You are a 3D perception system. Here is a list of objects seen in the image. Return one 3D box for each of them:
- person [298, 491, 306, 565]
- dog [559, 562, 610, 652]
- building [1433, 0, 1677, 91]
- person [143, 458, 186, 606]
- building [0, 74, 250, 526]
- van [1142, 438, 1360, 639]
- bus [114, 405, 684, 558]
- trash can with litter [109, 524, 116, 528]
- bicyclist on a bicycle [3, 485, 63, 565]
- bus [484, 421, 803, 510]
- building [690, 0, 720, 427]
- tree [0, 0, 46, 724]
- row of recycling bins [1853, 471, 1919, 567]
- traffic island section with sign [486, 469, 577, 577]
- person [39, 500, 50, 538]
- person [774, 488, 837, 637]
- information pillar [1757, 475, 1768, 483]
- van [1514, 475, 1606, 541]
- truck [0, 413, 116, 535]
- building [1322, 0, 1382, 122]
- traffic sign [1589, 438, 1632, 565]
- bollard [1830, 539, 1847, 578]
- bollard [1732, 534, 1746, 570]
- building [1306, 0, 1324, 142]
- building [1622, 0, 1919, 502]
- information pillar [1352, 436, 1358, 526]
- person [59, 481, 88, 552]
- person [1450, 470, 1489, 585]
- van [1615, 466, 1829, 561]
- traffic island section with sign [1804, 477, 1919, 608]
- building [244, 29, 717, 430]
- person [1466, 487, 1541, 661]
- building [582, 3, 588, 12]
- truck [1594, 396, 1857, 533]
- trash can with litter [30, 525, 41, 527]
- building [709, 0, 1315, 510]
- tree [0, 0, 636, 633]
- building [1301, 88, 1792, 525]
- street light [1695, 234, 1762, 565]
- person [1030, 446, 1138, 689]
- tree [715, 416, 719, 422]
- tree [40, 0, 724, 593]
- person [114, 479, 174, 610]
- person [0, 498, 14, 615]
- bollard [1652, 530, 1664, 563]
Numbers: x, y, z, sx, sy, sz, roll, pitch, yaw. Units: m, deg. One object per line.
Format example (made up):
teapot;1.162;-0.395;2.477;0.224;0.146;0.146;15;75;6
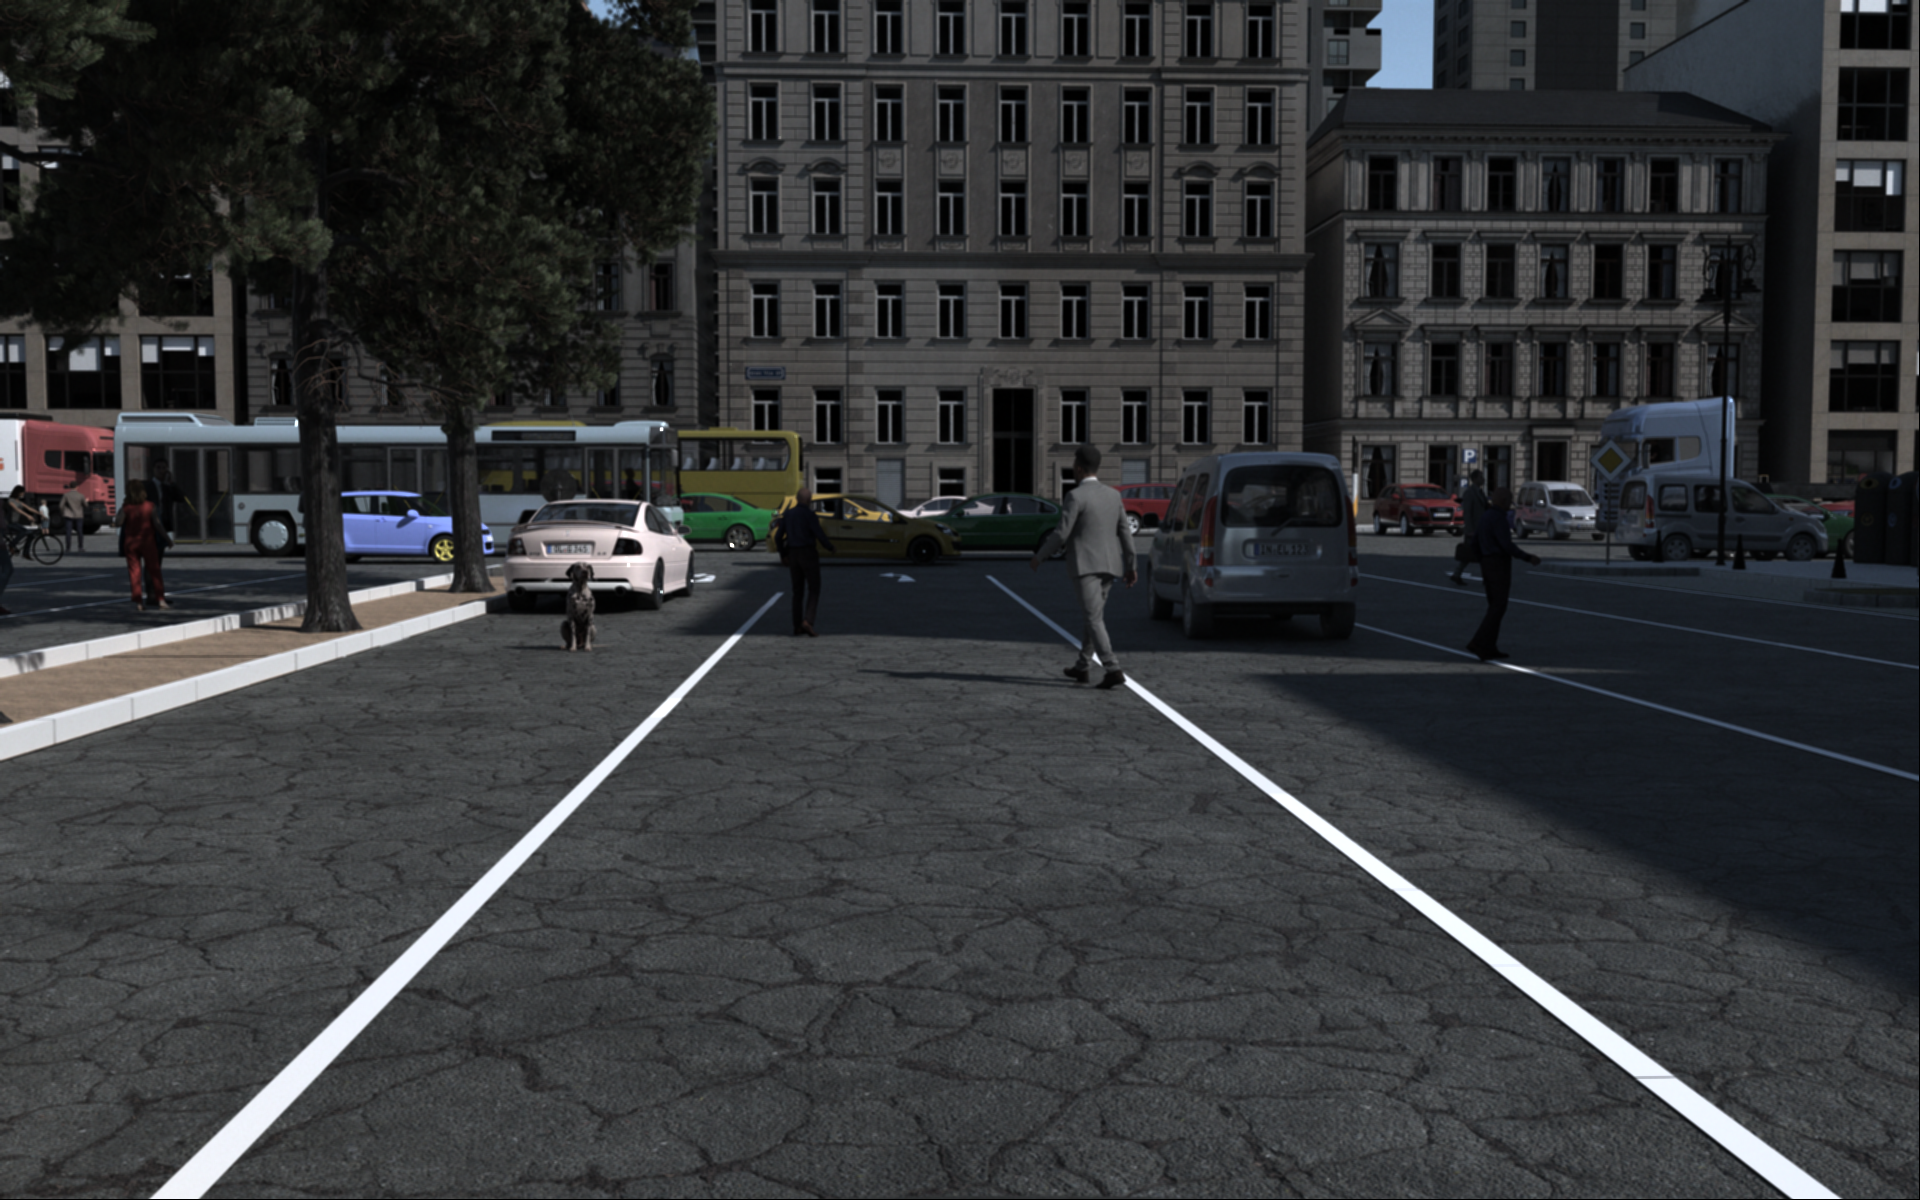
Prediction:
person;-11.287;-1.329;30.431;0.606;1.804;0.583;0;4;-3
dog;-3.436;0.049;16.037;0.513;0.831;0.800;1;4;23
building;58.890;-45.195;177.191;20.611;71.187;20.563;0;4;-3
person;-10.403;-0.897;22.528;0.474;1.900;0.648;1;4;10
building;-46.571;-16.712;77.757;34.151;26.468;19.350;0;4;-3
van;3.029;-0.705;18.544;2.013;2.044;4.112;0;4;-2
bus;-12.330;-2.773;40.205;13.247;3.499;2.948;0;4;-2
trash can with litter;-32.147;-3.344;66.054;0.624;1.170;1.055;-2;4;-30
bicyclist on a bicycle;-18.951;-1.528;35.012;1.625;1.676;1.499;0;4;-2
bus;-11.529;-4.116;58.847;12.252;3.916;2.896;0;4;-2
building;-26.384;-48.885;237.520;20.611;71.187;20.563;0;4;-3
tree;-6.410;-6.139;10.252;7.806;13.903;7.818;0;3;0
row of recycling bins;17.108;-1.446;30.754;1.069;1.692;3.534;0;4;-1
traffic island section with sign;-7.245;-1.385;30.781;2.006;1.907;1.989;0;4;-3
person;-29.711;-2.628;56.159;0.332;1.250;0.352;-3;4;-37
person;-1.512;-0.394;17.636;0.600;1.496;0.574;-3;4;-38
information pillar;31.348;-3.866;67.704;0.304;2.012;0.304;0;4;1
van;18.970;-2.917;54.702;2.013;2.044;4.112;0;4;-3
truck;-34.705;-4.401;60.868;11.283;4.237;2.839;0;4;-2
building;25.461;-35.681;172.616;28.713;52.752;27.495;0;4;-3
traffic sign;11.744;-1.695;31.350;0.795;2.450;0.064;0;4;-3
bollard;13.412;-0.634;26.415;0.229;0.601;0.229;0;3;0
bollard;13.267;-0.822;29.475;0.229;0.601;0.229;0;3;0
building;20.218;-27.778;137.765;14.154;41.232;14.086;0;4;-3
building;51.841;-16.948;81.616;34.151;26.468;19.350;0;4;-3
information pillar;15.902;-4.796;69.776;0.183;3.616;0.504;2;4;31
person;-22.121;-2.095;43.280;0.617;1.759;0.750;-1;4;-20
person;8.112;-1.136;27.167;0.767;1.812;0.694;3;4;37
van;15.939;-1.785;36.197;4.112;2.044;2.013;0;4;-3
traffic island section with sign;12.197;-0.850;22.531;1.989;1.847;2.006;0;4;-3
building;-19.783;-13.738;73.768;18.267;20.994;9.793;0;4;-3
person;4.713;-0.233;14.999;0.600;1.496;0.574;1;4;19
building;-41.982;-29.719;140.532;22.147;44.769;28.867;0;4;-3
truck;26.826;-3.610;48.787;18.799;4.110;2.967;0;4;-3
trash can with litter;-35.178;-3.452;67.498;2.233;1.210;1.678;1;4;18
building;1.939;-17.075;76.444;25.104;27.353;12.463;0;4;-3
tree;-6.660;-5.698;17.668;6.751;12.117;7.091;0;3;0
building;24.654;-12.993;77.070;19.286;19.102;10.561;0;4;-3
street light;13.707;-3.563;31.041;0.468;5.910;1.993;0;4;-3
person;0.980;-0.255;12.941;0.678;1.792;0.850;-3;4;-36
tree;-28.921;-16.398;190.162;6.751;12.117;7.091;0;3;0
tree;-7.327;-7.038;24.955;7.806;13.903;7.818;0;3;0
person;-10.062;-0.681;21.346;0.593;1.614;0.444;1;4;11
person;-11.406;-0.730;20.447;0.555;1.821;0.388;3;4;37
bollard;13.125;-1.009;32.531;0.229;0.601;0.229;0;3;0
